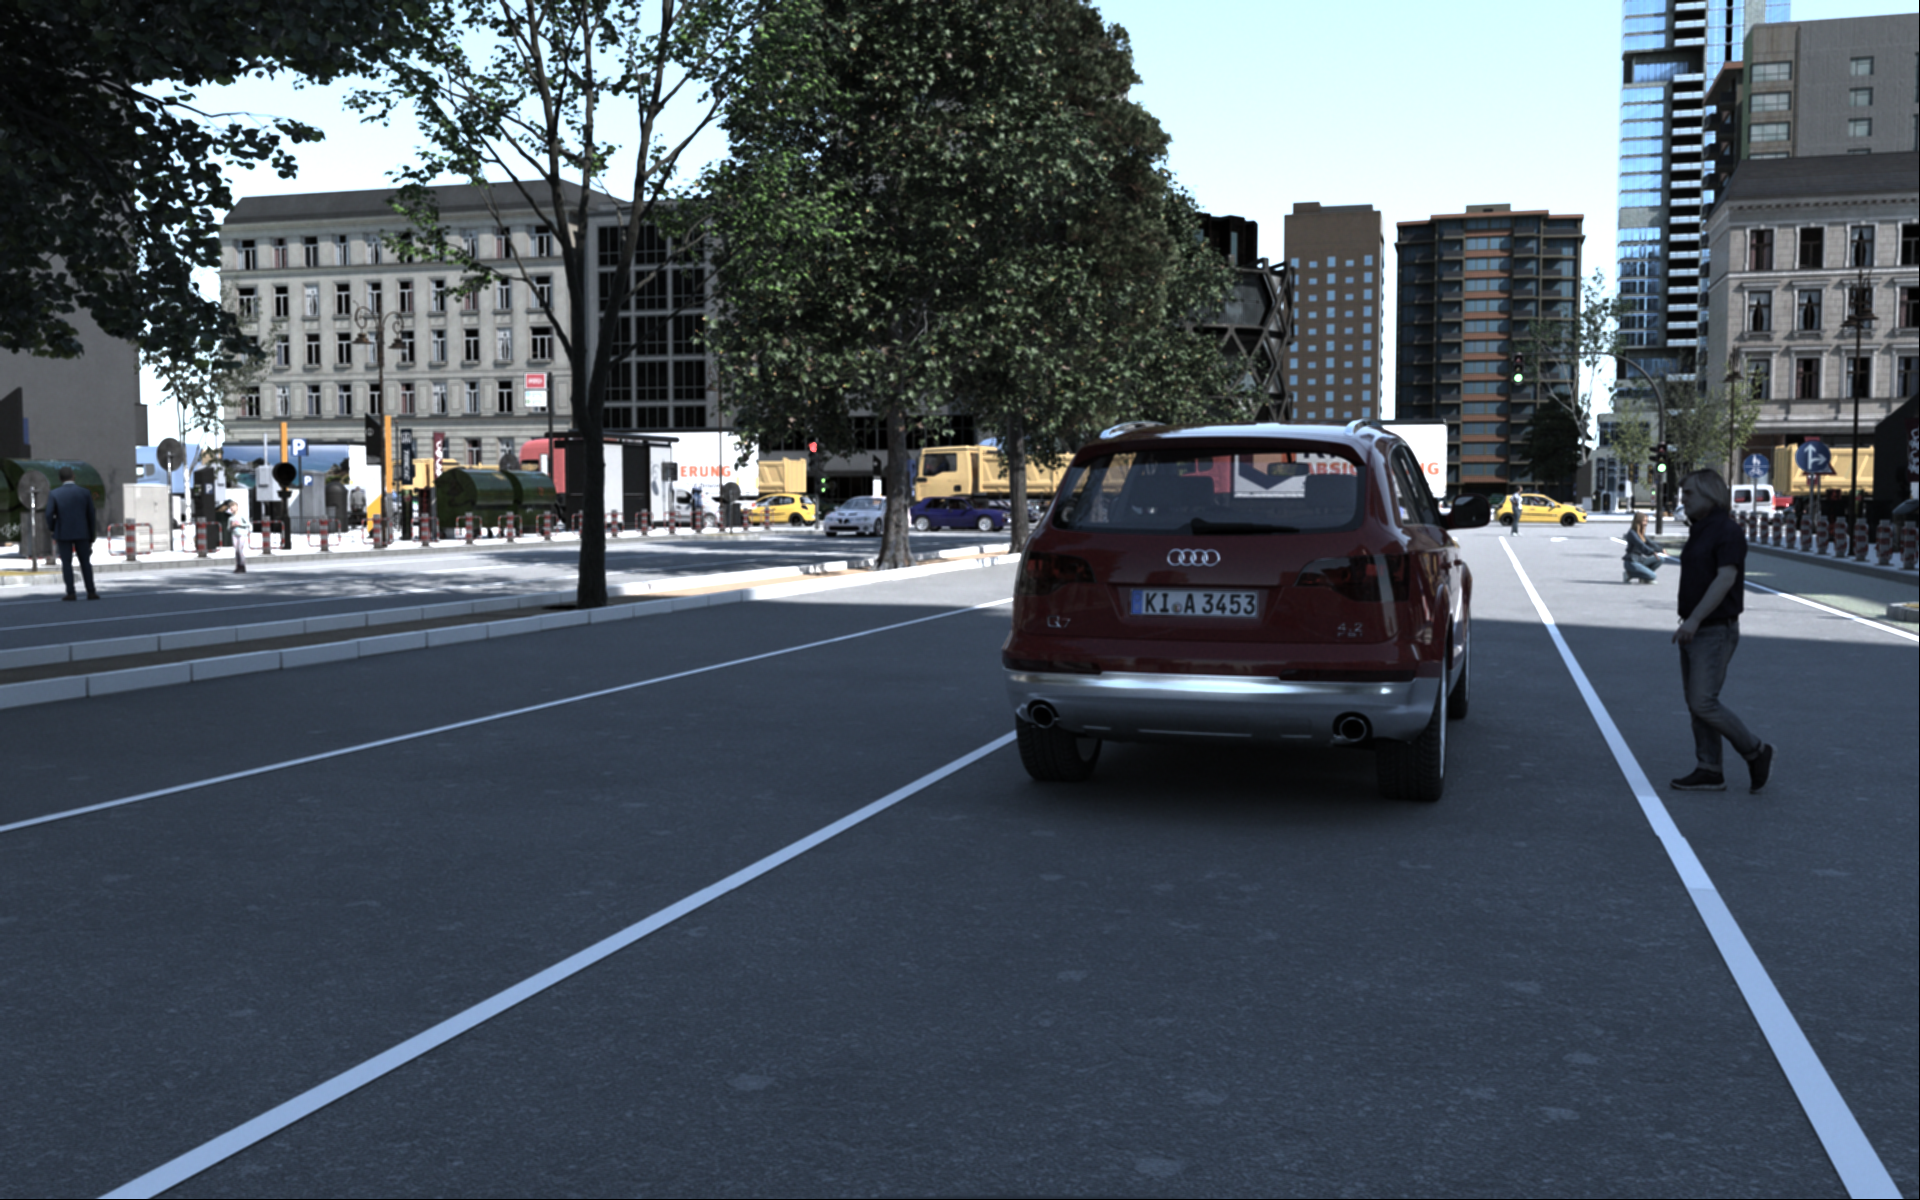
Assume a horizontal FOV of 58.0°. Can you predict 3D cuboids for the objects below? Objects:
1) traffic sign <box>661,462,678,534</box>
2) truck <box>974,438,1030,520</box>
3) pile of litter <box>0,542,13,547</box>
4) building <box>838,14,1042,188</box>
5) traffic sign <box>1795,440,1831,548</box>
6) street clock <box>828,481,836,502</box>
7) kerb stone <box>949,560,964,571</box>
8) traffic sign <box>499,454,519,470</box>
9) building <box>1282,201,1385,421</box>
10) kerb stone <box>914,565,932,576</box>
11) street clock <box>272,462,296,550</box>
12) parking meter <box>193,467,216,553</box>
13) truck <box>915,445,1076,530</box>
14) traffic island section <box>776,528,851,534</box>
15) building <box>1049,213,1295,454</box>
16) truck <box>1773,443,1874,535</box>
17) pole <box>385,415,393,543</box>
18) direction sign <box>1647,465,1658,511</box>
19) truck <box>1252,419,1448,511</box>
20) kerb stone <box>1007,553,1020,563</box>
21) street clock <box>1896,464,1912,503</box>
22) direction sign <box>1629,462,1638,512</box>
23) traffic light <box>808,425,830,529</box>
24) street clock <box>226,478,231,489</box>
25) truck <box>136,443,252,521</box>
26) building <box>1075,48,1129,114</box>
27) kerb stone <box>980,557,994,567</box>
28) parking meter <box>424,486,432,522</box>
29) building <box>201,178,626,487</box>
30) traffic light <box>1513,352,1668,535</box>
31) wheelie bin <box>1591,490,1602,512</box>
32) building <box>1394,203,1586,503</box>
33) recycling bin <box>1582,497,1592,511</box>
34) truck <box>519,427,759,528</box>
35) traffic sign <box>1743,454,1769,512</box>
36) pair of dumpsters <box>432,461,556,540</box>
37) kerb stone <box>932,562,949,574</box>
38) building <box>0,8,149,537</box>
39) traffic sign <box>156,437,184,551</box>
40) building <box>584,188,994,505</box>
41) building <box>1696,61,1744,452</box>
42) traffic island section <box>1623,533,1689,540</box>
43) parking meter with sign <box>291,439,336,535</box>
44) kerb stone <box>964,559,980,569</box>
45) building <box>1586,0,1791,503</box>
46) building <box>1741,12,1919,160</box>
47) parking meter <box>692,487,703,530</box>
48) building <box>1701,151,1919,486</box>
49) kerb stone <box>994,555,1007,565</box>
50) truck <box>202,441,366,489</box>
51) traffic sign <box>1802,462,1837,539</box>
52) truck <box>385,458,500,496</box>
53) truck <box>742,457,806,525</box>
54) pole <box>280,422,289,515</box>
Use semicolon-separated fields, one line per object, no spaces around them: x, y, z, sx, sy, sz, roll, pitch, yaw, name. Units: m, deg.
-9.349;-3.280;55.761;0.606;2.300;0.079;1;4;22;traffic sign
9.124;-5.237;75.382;18.799;4.110;2.967;1;4;17;truck
-23.793;-1.711;41.939;1.719;0.858;1.176;1;4;23;pile of litter
0.303;-44.795;170.645;20.563;71.187;20.611;1;4;17;building
20.291;-2.517;41.264;0.768;2.556;0.104;1;4;21;traffic sign
-7.201;-5.690;97.597;0.471;2.002;0.358;3;5;40;street clock
-0.163;-0.628;32.464;0.120;0.150;1.000;1;4;17;kerb stone
-14.175;-3.323;54.432;0.768;2.556;0.104;1;4;22;traffic sign
57.546;-37.704;266.567;14.200;45.320;14.600;1;4;17;building
-0.748;-0.507;30.484;0.120;0.150;1.000;1;4;17;kerb stone
-15.507;-2.154;39.793;0.471;2.002;0.358;-3;5;-44;street clock
-16.373;-1.947;37.545;0.255;1.863;0.399;1;4;23;parking meter
2.280;-4.466;68.939;9.791;3.379;3.469;1;4;16;truck
-5.214;-2.489;62.973;2.009;0.180;2.903;1;4;17;traffic island section
13.590;-15.091;114.192;16.811;18.784;16.820;1;4;17;building
33.169;-3.849;58.850;9.791;3.379;3.469;1;4;15;truck
-14.845;-3.131;45.031;0.158;3.312;0.155;0;3;0;pole
53.647;-8.688;134.047;0.876;3.537;0.379;0;4;8;direction sign
13.047;-4.793;67.278;11.283;4.237;2.839;1;4;17;truck
1.022;-0.870;36.428;0.120;0.150;1.000;1;4;17;kerb stone
22.699;-2.269;41.674;0.471;2.002;0.358;-3;5;-41;street clock
48.181;-8.071;123.953;0.876;3.537;0.379;-2;4;-27;direction sign
-5.178;-4.520;62.828;0.839;4.253;0.868;1;4;17;traffic light
-29.133;-3.937;68.937;0.358;2.002;0.471;-1;4;-20;street clock
-35.118;-6.079;89.152;18.799;4.110;2.967;1;4;18;truck
3.638;-37.112;196.023;27.495;52.752;28.713;1;4;17;building
0.435;-0.744;34.442;0.120;0.150;1.000;1;4;17;kerb stone
-17.762;-3.040;58.108;0.372;1.533;0.369;0;3;0;parking meter
-38.161;-18.097;129.166;30.059;22.955;16.112;1;4;17;building
20.074;-4.925;55.196;4.771;5.953;1.251;1;4;17;traffic light
45.600;-7.098;123.959;0.693;1.594;0.980;2;4;32;wheelie bin
79.386;-37.276;264.081;28.867;44.769;22.147;1;4;17;building
46.777;-7.110;128.810;0.722;1.027;0.722;-3;5;-45;recycling bin
-14.334;-5.266;75.017;11.283;4.237;2.839;1;4;18;truck
25.091;-3.336;54.647;0.768;2.556;0.104;1;4;17;traffic sign
-13.427;-2.906;50.004;1.574;2.255;4.437;1;4;17;pair of dumpsters
-0.458;-0.568;31.480;0.120;0.150;1.000;1;4;17;kerb stone
-38.126;-15.710;50.373;24.014;27.812;14.314;1;4;17;building
-17.684;-2.364;38.762;0.768;2.556;0.104;1;4;20;traffic sign
-9.750;-18.358;119.217;30.058;24.678;14.314;1;4;17;building
85.850;-31.634;171.843;22.147;44.769;28.867;1;4;17;building
22.140;-1.991;54.841;2.009;0.180;2.903;1;4;17;traffic island section
-20.581;-3.607;55.243;0.543;3.016;1.738;1;4;10;parking meter with sign
0.133;-0.689;33.453;0.120;0.150;1.000;1;4;17;kerb stone
108.929;-57.590;254.260;31.000;86.520;22.319;1;4;17;building
75.882;-28.682;152.547;14.154;41.232;14.086;1;4;17;building
-9.287;-3.228;61.181;0.372;1.533;0.369;0;3;0;parking meter
45.828;-15.335;101.644;40.483;20.767;10.553;1;4;17;building
0.720;-0.803;35.437;0.120;0.150;1.000;1;4;17;kerb stone
-37.081;-6.395;93.480;11.283;4.237;2.839;1;4;16;truck
24.240;-2.990;48.888;0.884;2.594;0.081;1;4;19;traffic sign
-27.128;-6.032;94.540;9.791;3.379;3.469;1;4;15;truck
-12.389;-5.350;83.402;9.791;3.379;3.469;1;4;16;truck
-19.257;-3.397;49.377;0.158;3.312;0.155;0;3;0;pole
